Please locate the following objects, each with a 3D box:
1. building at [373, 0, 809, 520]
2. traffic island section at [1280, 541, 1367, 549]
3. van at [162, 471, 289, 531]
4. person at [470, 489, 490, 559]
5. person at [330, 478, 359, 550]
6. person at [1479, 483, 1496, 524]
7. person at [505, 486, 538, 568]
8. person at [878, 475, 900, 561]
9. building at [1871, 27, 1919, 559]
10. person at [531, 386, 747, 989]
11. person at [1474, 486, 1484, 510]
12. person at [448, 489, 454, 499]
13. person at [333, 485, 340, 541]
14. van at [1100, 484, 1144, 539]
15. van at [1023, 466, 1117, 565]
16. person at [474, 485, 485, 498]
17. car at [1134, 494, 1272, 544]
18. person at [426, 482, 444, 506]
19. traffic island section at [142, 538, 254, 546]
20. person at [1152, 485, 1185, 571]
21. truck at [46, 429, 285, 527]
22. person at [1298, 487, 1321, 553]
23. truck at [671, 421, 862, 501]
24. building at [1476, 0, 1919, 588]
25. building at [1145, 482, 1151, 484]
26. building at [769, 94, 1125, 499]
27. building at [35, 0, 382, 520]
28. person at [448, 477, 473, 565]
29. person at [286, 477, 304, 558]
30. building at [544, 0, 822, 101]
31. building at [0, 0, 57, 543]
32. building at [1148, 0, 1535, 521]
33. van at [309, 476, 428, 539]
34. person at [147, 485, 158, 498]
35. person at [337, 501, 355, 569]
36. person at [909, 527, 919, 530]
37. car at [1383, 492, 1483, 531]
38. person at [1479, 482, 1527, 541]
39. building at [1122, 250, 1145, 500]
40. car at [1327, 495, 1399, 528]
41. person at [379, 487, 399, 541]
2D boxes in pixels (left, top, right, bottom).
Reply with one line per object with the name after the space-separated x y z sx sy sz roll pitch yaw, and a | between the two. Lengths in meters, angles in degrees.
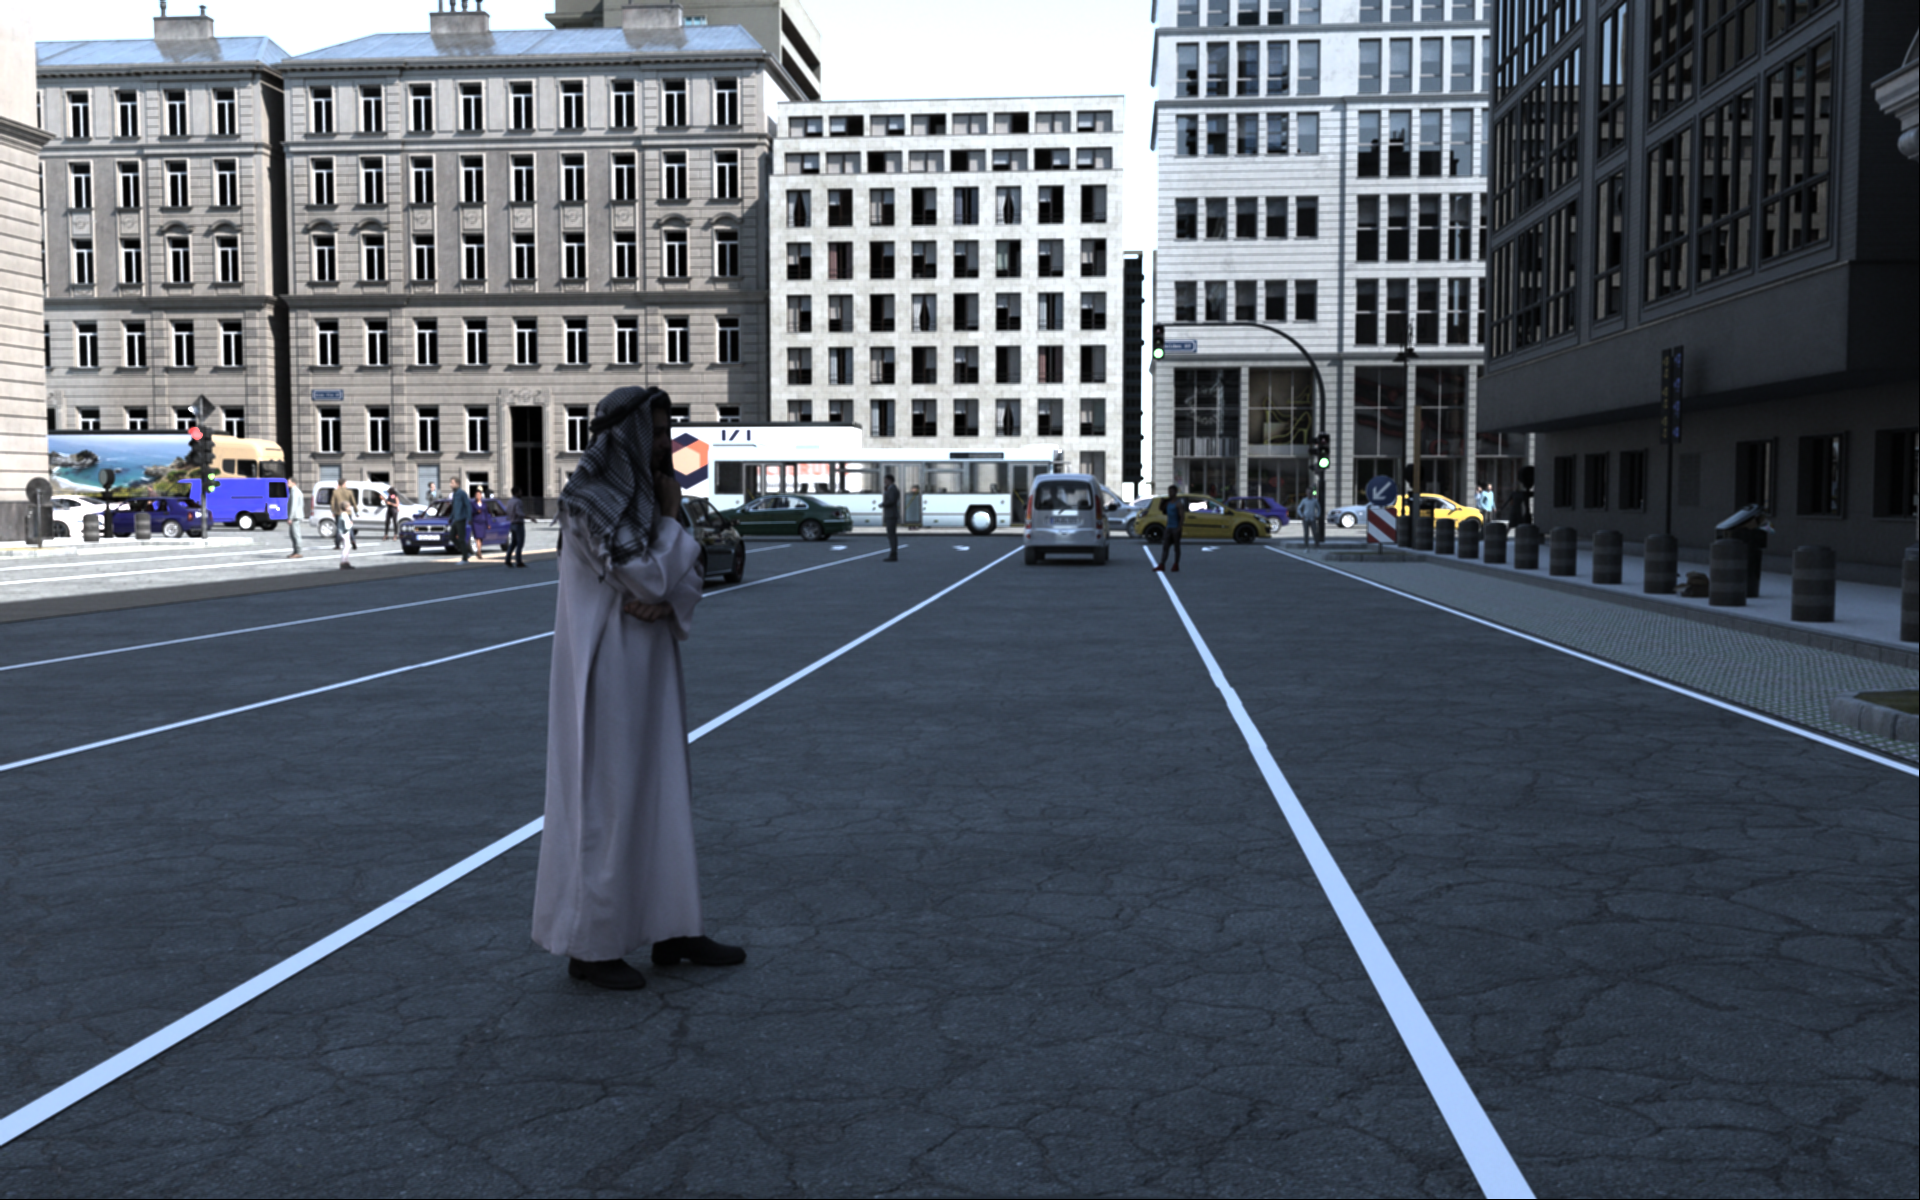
-20.969 -17.948 90.706 25.104 27.353 12.463 0 4 5 | building
9.610 -1.454 46.048 2.009 0.180 2.903 0 4 5 | traffic island section
-29.167 -3.895 68.061 5.245 2.365 2.240 0 4 6 | van
-10.481 -1.656 37.943 0.546 1.535 0.453 3 4 37 | person
-15.865 -2.219 44.694 0.836 1.842 0.656 2 4 35 | person
18.415 -3.187 60.631 0.660 1.820 0.620 -3 4 -37 | person
-8.551 -1.410 33.506 0.963 1.587 0.435 3 5 45 | person
-1.532 -1.761 37.095 0.447 1.846 0.655 0 4 4 | person
16.037 -13.619 8.568 13.634 28.700 20.117 0 4 5 | building
-0.951 0.251 5.071 0.621 1.740 0.551 0 4 -4 | person
22.730 -4.079 75.453 0.793 1.790 0.793 -2 4 -28 | person
-18.710 -3.357 64.326 0.756 1.711 0.436 3 5 40 | person
-18.787 -2.656 52.470 0.434 1.755 0.990 -3 5 -41 | person
4.459 -3.036 56.646 4.112 2.044 2.013 0 4 5 | van
2.282 -1.799 36.419 2.013 2.044 4.112 0 4 6 | van
-20.700 -4.020 74.412 0.709 1.800 0.728 1 4 21 | person
7.058 -2.455 50.370 3.980 1.641 2.015 0 4 5 | car
-17.940 -3.120 59.312 0.655 1.846 0.447 -2 4 -26 | person
-21.307 -1.623 48.811 2.009 0.180 2.903 0 4 5 | traffic island section
3.893 -1.338 32.239 0.647 1.594 0.662 3 5 43 | person
-34.941 -5.353 76.440 11.283 4.237 2.839 0 4 4 | truck
8.517 -1.950 42.201 0.589 1.601 0.330 1 4 15 | person
-9.601 -4.859 68.361 11.283 4.237 2.839 0 4 3 | truck
18.892 -14.506 30.686 14.314 27.812 24.014 0 4 5 | building
41.347 -36.413 249.973 28.867 44.769 22.147 0 4 5 | building
-0.240 -14.214 87.151 16.860 20.320 10.420 0 4 5 | building
-46.188 -18.083 92.913 25.104 27.353 12.463 0 4 5 | building
-10.091 -1.602 35.036 0.444 1.785 0.601 -2 4 -34 | person
-14.912 -1.850 38.841 0.391 1.810 0.635 -1 4 -21 | person
-24.696 -32.597 156.655 21.300 48.544 21.600 0 4 5 | building
-37.675 -15.008 42.643 25.104 27.353 12.463 0 4 5 | building
24.470 -18.867 85.962 29.804 29.767 11.434 0 4 5 | building
-18.939 -3.017 56.338 4.112 2.044 2.013 0 4 6 | van
-32.432 -3.722 69.491 0.434 1.807 0.598 1 4 14 | person
-11.698 -1.237 33.002 0.425 1.301 0.394 3 4 38 | person
-1.778 -3.653 68.681 0.568 1.767 0.683 1 4 11 | person
17.481 -3.273 63.735 3.980 1.641 2.015 0 4 5 | car
16.455 -2.665 52.282 0.699 1.804 1.509 -3 5 -42 | person
15.435 -34.634 258.148 23.993 40.220 32.217 0 4 5 | building
17.929 -3.781 73.816 4.499 1.417 2.014 0 4 4 | car
-17.547 -2.648 53.258 0.593 1.643 0.415 -1 4 -12 | person
